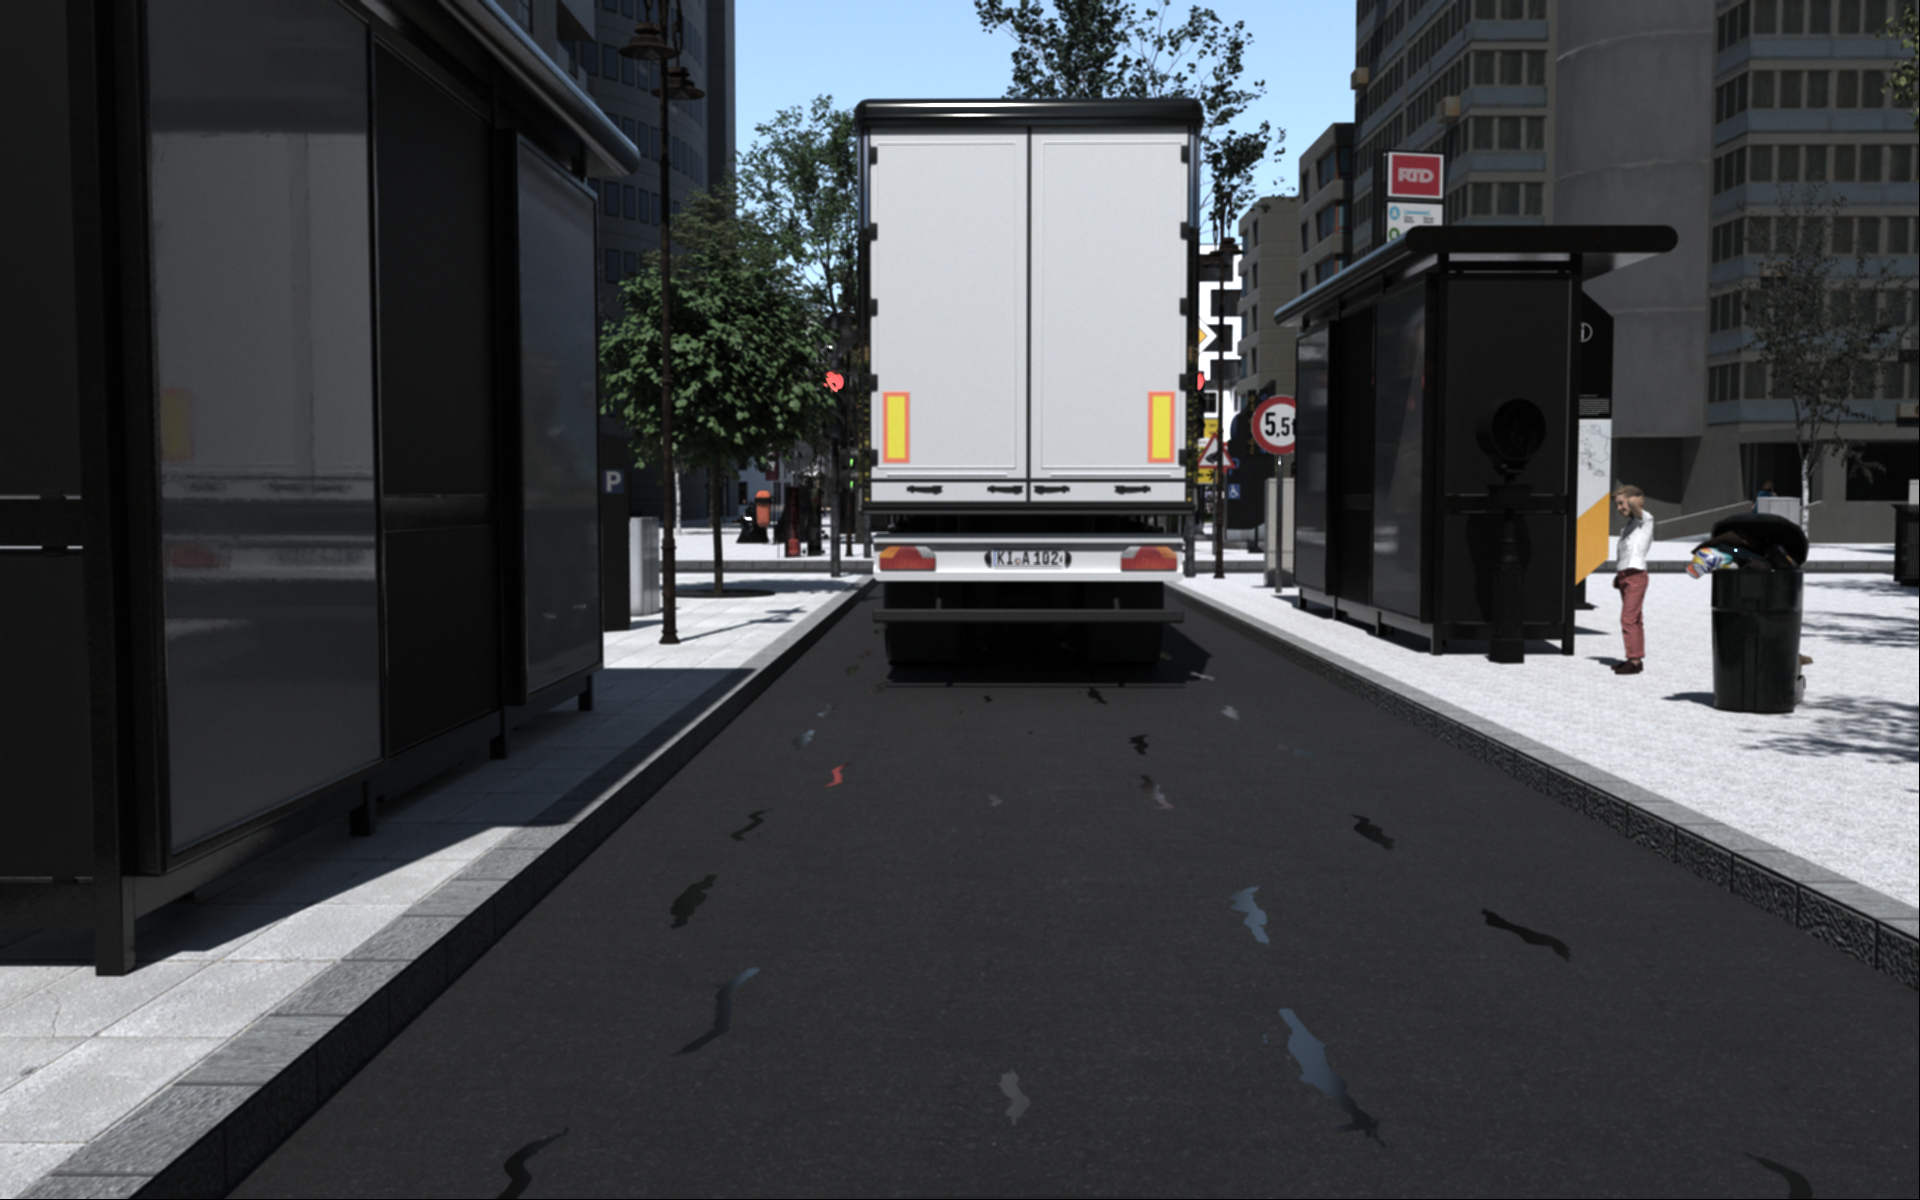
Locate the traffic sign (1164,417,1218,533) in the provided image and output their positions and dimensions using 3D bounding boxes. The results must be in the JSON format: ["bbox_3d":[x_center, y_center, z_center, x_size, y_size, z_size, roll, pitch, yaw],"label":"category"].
[{"bbox_3d":[5.802,-3.193,46.077,2.265,3.308,0.079,1,4,10],"label":"traffic sign"}]

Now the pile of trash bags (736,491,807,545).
[{"bbox_3d":[-4.968,-2.177,45.341,1.912,1.369,3.447,0,4,-1],"label":"pile of trash bags"}]

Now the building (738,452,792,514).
[{"bbox_3d":[-16.450,-11.147,124.406,9.099,9.664,28.070,0,4,0],"label":"building"}]

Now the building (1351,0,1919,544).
[{"bbox_3d":[27.417,-22.496,59.690,23.993,40.220,32.217,0,4,0],"label":"building"}]

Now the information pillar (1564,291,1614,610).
[{"bbox_3d":[6.929,-1.700,19.147,0.504,3.616,0.183,0,4,3],"label":"information pillar"}]

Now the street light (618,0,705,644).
[{"bbox_3d":[-2.494,-2.563,14.693,0.468,5.910,1.993,0,4,0],"label":"street light"}]

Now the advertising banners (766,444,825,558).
[{"bbox_3d":[-3.375,-2.378,35.062,0.090,3.025,2.074,2,4,31],"label":"advertising banners"}]

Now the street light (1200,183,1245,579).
[{"bbox_3d":[3.946,-3.267,26.202,0.468,5.910,1.993,0,4,0],"label":"street light"}]

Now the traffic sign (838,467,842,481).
[{"bbox_3d":[-5.310,-4.850,79.410,0.768,2.556,0.104,1,4,8],"label":"traffic sign"}]

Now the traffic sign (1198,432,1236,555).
[{"bbox_3d":[5.316,-2.213,36.184,0.884,2.594,0.081,0,4,5],"label":"traffic sign"}]

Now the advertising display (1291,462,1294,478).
[{"bbox_3d":[6.951,-1.760,33.995,0.974,1.923,0.123,3,4,38],"label":"advertising display"}]

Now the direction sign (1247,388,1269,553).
[{"bbox_3d":[6.440,-2.785,37.536,0.379,3.537,0.876,-1,4,-19],"label":"direction sign"}]

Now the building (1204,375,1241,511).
[{"bbox_3d":[20.597,-11.340,127.556,9.099,9.664,28.070,0,4,0],"label":"building"}]

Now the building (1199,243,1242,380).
[{"bbox_3d":[30.462,-19.184,157.628,27.936,21.610,32.646,0,4,0],"label":"building"}]

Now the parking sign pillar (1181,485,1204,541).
[{"bbox_3d":[6.426,-3.613,47.545,1.447,3.967,1.447,1,4,12],"label":"parking sign pillar"}]

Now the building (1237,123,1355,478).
[{"bbox_3d":[31.274,-15.302,95.221,27.650,21.520,28.899,0,4,0],"label":"building"}]

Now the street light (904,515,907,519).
[{"bbox_3d":[-2.118,-5.746,66.732,0.468,5.910,1.993,0,4,0],"label":"street light"}]

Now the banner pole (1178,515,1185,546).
[{"bbox_3d":[5.236,-3.242,43.027,0.863,3.779,0.401,1,4,18],"label":"banner pole"}]

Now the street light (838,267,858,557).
[{"bbox_3d":[-2.280,-3.833,35.451,0.468,5.910,1.993,0,4,0],"label":"street light"}]

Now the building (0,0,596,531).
[{"bbox_3d":[-27.994,-28.656,57.772,28.713,52.752,27.495,0,4,0],"label":"building"}]

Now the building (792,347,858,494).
[{"bbox_3d":[-9.607,-22.927,218.833,32.646,21.610,27.936,0,4,0],"label":"building"}]

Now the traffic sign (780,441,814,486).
[{"bbox_3d":[-3.704,-2.396,39.280,0.768,2.556,0.104,0,4,1],"label":"traffic sign"}]

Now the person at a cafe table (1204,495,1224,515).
[{"bbox_3d":[12.392,-4.832,89.868,1.698,1.238,1.726,2,4,35],"label":"person at a cafe table"}]

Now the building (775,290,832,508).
[{"bbox_3d":[-18.280,-18.982,166.772,11.380,20.091,16.016,0,4,0],"label":"building"}]

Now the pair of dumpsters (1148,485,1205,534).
[{"bbox_3d":[6.336,-2.967,51.002,1.574,2.255,4.437,0,4,1],"label":"pair of dumpsters"}]

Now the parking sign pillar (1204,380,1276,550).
[{"bbox_3d":[6.821,-3.187,40.577,1.447,3.967,1.447,-3,5,-43],"label":"parking sign pillar"}]

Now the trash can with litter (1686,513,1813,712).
[{"bbox_3d":[4.808,0.055,10.490,0.624,1.170,1.055,2,4,32],"label":"trash can with litter"}]

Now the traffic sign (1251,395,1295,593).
[{"bbox_3d":[4.137,-1.364,22.402,0.768,2.556,0.104,0,4,2],"label":"traffic sign"}]

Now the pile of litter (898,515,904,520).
[{"bbox_3d":[-2.668,-4.344,84.989,1.719,0.858,1.176,0,4,5],"label":"pile of litter"}]

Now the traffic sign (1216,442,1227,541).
[{"bbox_3d":[6.463,-2.574,42.185,0.768,2.556,0.104,1,4,10],"label":"traffic sign"}]

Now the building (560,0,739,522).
[{"bbox_3d":[-23.553,-33.254,85.708,21.231,58.520,28.212,0,4,0],"label":"building"}]

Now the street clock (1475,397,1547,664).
[{"bbox_3d":[4.164,-0.524,13.132,0.471,2.002,0.358,-1,4,-12],"label":"street clock"}]

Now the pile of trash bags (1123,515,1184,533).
[{"bbox_3d":[5.930,-2.934,57.727,3.447,1.369,1.912,3,5,40],"label":"pile of trash bags"}]
